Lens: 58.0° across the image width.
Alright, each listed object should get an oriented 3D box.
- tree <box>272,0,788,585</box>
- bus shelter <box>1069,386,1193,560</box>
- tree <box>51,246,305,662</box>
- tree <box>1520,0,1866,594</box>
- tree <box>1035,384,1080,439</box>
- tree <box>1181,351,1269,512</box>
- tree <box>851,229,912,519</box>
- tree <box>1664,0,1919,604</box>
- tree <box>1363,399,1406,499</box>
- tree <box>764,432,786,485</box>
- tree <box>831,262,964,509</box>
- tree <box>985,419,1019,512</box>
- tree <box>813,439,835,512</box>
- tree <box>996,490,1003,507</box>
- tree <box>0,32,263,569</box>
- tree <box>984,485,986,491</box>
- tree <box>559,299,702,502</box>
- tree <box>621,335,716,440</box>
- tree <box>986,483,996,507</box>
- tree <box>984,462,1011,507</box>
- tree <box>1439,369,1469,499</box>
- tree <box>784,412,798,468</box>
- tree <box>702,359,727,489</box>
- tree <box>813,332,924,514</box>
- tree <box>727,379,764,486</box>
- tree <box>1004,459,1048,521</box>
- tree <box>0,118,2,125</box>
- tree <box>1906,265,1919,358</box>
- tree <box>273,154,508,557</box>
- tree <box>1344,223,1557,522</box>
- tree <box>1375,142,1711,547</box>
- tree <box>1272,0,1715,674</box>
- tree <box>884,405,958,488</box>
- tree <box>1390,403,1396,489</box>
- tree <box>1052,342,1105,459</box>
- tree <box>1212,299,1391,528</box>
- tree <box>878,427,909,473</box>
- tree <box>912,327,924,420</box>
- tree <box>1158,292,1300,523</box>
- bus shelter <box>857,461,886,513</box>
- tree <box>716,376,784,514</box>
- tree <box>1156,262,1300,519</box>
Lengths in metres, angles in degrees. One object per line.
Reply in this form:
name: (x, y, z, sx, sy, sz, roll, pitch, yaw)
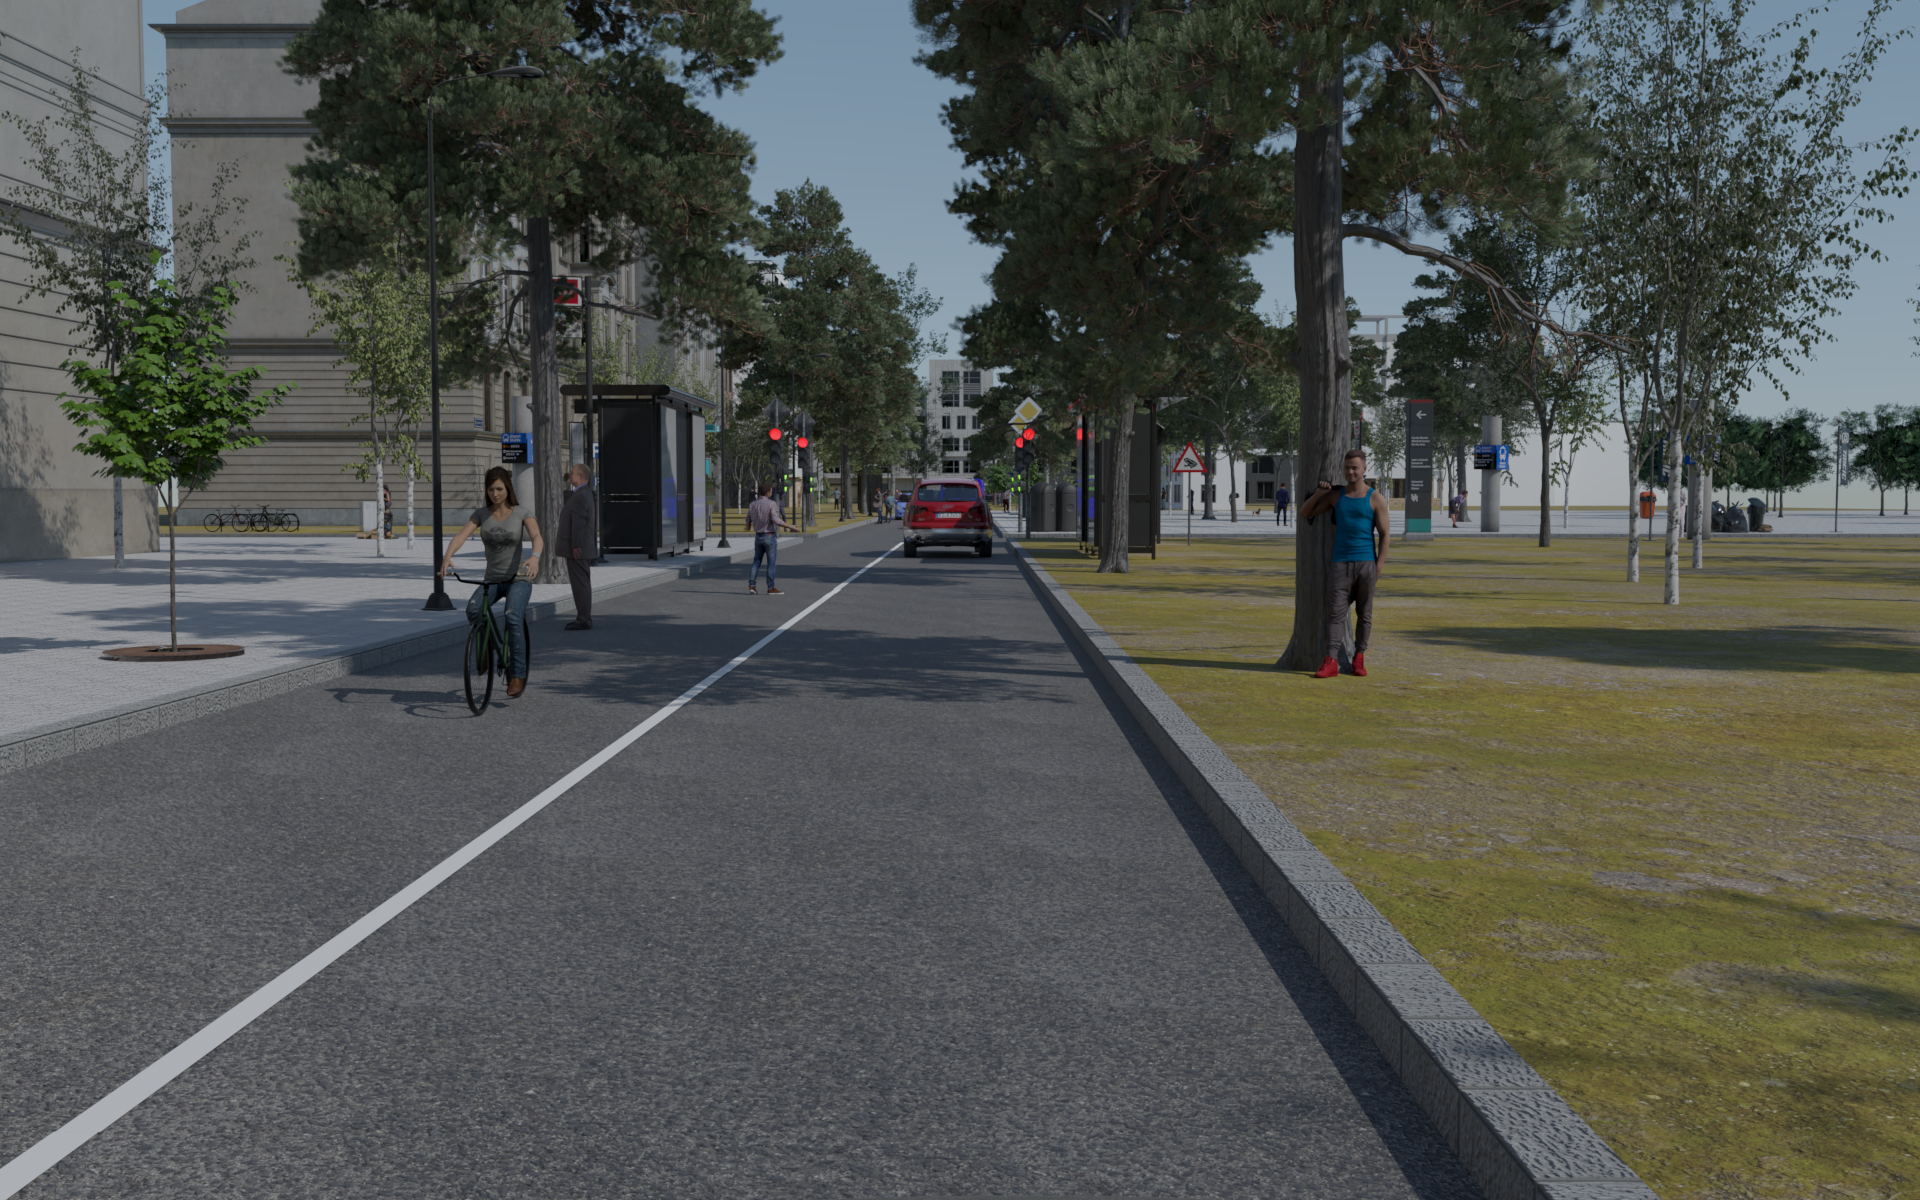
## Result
tree: (-6.120, -7.149, 24.308, 7.806, 13.903, 7.818, 0, 3, 0)
bus shelter: (3.513, -3.688, 37.926, 2.179, 5.291, 8.768, 0, 4, 0)
tree: (-6.333, -1.169, 13.717, 1.663, 3.219, 1.824, 0, 3, 0)
tree: (9.828, -4.554, 24.815, 4.360, 8.622, 3.978, 0, 3, 0)
tree: (5.652, -6.916, 63.433, 4.360, 8.622, 3.978, 0, 3, 0)
tree: (17.976, -13.092, 124.419, 12.009, 13.543, 11.850, 0, 3, 0)
tree: (-6.221, -9.833, 68.185, 7.806, 13.903, 7.818, 0, 3, 0)
tree: (8.531, -4.254, 19.921, 4.360, 8.622, 3.978, 0, 3, 0)
tree: (28.819, -10.157, 116.425, 4.360, 8.622, 3.978, 0, 3, 0)
tree: (-13.443, -10.157, 116.434, 4.737, 8.622, 4.395, 0, 3, 0)
tree: (-5.747, -17.594, 143.545, 12.611, 20.169, 13.585, 0, 3, 0)
tree: (3.823, -10.749, 126.110, 4.360, 8.622, 3.978, 0, 3, 0)
tree: (-9.879, -10.623, 124.043, 4.737, 8.622, 4.395, 0, 3, 0)
tree: (3.429, -6.848, 106.568, 1.663, 3.219, 1.824, 0, 3, 0)
tree: (-14.244, -4.849, 29.647, 4.360, 8.622, 3.978, 0, 3, 0)
tree: (3.185, -11.862, 188.538, 1.663, 3.219, 1.824, 0, 3, 0)
tree: (-13.092, -7.079, 66.108, 4.737, 8.622, 4.395, 0, 3, 0)
tree: (-14.044, -7.922, 79.883, 4.360, 8.622, 3.978, 0, 3, 0)
tree: (4.050, -11.146, 176.845, 1.663, 3.219, 1.824, 0, 3, 0)
tree: (4.000, -11.331, 168.973, 4.285, 4.588, 4.351, 0, 3, 0)
tree: (22.025, -7.339, 70.348, 4.360, 8.622, 3.978, 0, 3, 0)
tree: (-13.568, -11.020, 130.538, 4.360, 8.622, 3.978, 0, 3, 0)
tree: (-14.345, -8.242, 85.115, 4.737, 8.622, 4.395, 0, 3, 0)
tree: (-6.065, -11.705, 109.511, 7.486, 12.596, 7.792, 0, 3, 0)
tree: (-13.426, -8.652, 91.826, 4.737, 8.622, 4.395, 0, 3, 0)
tree: (3.425, -5.336, 81.850, 1.663, 3.219, 1.824, 0, 3, 0)
tree: (-14.325, -4.369, 21.794, 4.737, 8.622, 4.395, 0, 3, 0)
tree: (25.550, -5.621, 42.269, 4.737, 8.622, 4.395, 0, 3, 0)
tree: (-11.630, -5.192, 35.258, 4.737, 8.622, 4.395, 0, 3, 0)
tree: (23.110, -10.521, 79.437, 7.806, 13.903, 7.818, 0, 3, 0)
tree: (14.425, -6.568, 41.797, 7.601, 10.594, 8.767, -3, 5, -41)
tree: (2.596, -5.515, 12.233, 6.751, 12.117, 7.091, 0, 3, 0)
tree: (-4.732, -15.078, 180.936, 8.767, 10.594, 7.601, -3, 5, -43)
tree: (30.085, -10.526, 122.457, 4.737, 8.622, 4.395, 0, 3, 0)
tree: (9.382, -12.430, 110.647, 7.806, 13.903, 7.818, 0, 3, 0)
tree: (12.855, -7.051, 65.638, 4.737, 8.622, 4.395, 0, 3, 0)
tree: (-6.189, -10.956, 129.500, 4.360, 8.622, 3.978, 0, 3, 0)
tree: (-5.871, -11.094, 88.814, 7.806, 13.903, 7.818, 0, 3, 0)
tree: (12.465, -8.788, 78.093, 8.767, 10.594, 7.601, 1, 4, 13)
bus shelter: (-5.967, -7.793, 118.699, 1.731, 3.624, 6.357, 0, 4, 0)
tree: (-14.129, -9.841, 111.264, 4.360, 8.622, 3.978, 0, 3, 0)
tree: (12.847, -11.051, 88.115, 7.806, 13.903, 7.818, 0, 3, 0)
